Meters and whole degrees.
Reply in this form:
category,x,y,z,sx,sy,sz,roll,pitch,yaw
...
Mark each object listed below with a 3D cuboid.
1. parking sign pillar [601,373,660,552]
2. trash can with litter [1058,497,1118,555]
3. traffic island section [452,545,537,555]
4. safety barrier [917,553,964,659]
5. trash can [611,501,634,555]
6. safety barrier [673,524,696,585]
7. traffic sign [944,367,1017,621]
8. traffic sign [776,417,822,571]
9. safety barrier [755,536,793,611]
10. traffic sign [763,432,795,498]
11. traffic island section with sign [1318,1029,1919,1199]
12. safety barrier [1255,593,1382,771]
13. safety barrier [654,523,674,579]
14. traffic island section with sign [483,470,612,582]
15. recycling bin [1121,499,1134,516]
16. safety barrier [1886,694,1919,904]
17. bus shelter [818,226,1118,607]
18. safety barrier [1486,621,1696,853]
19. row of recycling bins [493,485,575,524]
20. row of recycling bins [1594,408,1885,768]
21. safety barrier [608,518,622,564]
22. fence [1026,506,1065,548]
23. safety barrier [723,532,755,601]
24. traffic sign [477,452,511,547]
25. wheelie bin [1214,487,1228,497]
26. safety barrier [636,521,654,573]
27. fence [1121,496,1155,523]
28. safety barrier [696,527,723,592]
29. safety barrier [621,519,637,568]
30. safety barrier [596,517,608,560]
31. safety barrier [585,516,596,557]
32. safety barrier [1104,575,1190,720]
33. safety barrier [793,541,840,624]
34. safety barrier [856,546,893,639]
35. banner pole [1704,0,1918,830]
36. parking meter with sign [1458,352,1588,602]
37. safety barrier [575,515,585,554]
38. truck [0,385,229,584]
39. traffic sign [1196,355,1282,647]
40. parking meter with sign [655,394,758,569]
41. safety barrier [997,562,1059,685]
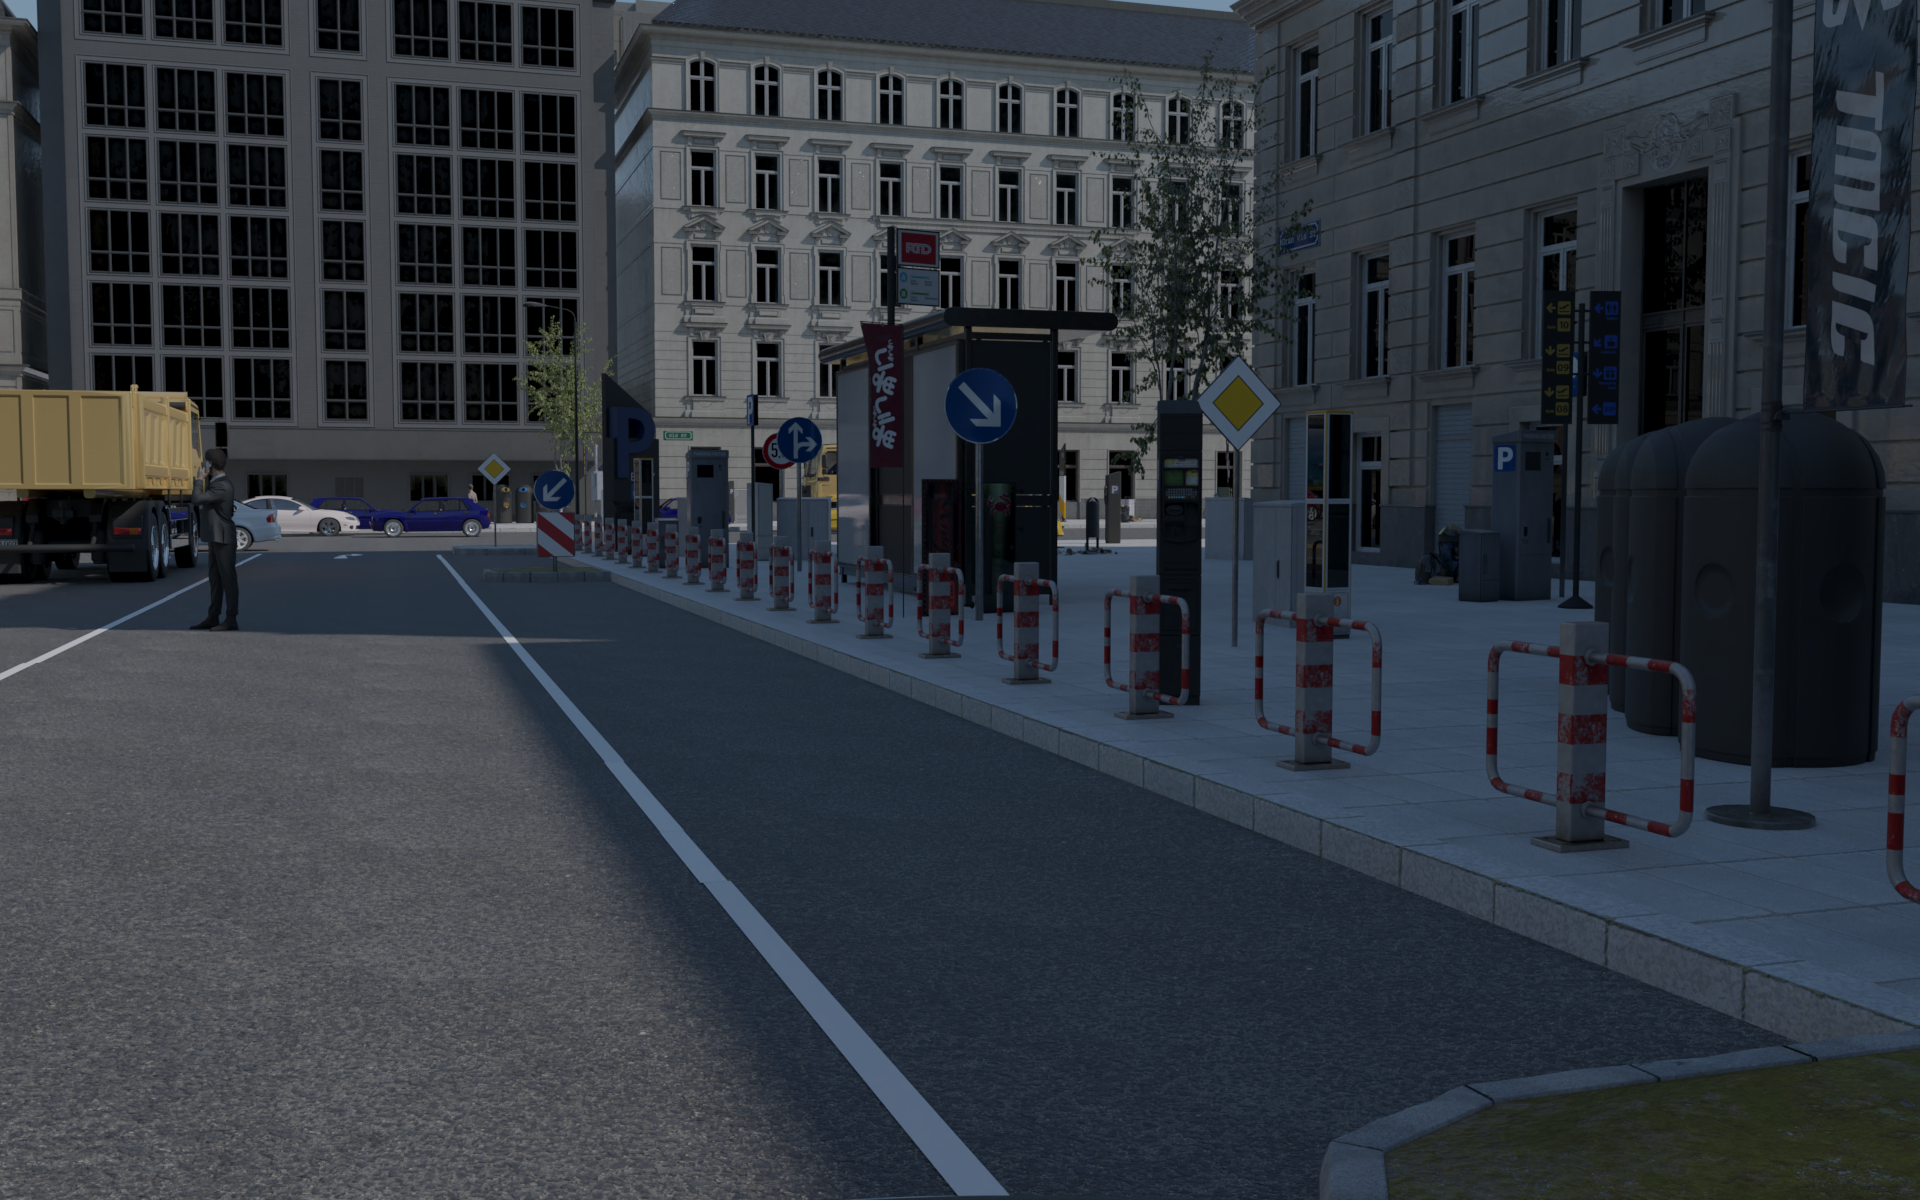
category,x,y,z,sx,sy,sz,roll,pitch,yaw
parking sign pillar,-7.416,-3.094,39.065,1.447,3.967,1.447,3,5,40
trash can with litter,2.580,-1.598,37.187,1.678,1.210,2.233,2,4,30
traffic island section,-11.212,-1.200,41.894,2.009,0.180,2.903,-1,4,-18
safety barrier,-0.160,0.042,13.585,0.300,0.817,1.120,-1,4,-18
trash can,-6.995,-1.529,36.652,0.748,1.137,0.748,0,3,0
safety barrier,-3.782,-0.628,24.537,0.300,0.817,1.120,-1,4,-18
traffic sign,0.197,-1.064,17.503,0.768,2.556,0.104,-1,4,-15
traffic sign,-2.665,-1.749,28.705,0.768,2.556,0.104,-1,4,-17
safety barrier,-1.966,-0.293,19.060,0.300,0.817,1.120,-1,4,-18
traffic sign,-3.672,-2.172,35.623,0.768,2.556,0.104,-1,4,-10
traffic island section with sign,1.701,0.352,2.866,1.989,1.847,2.006,-1,4,-18
safety barrier,1.658,0.377,8.107,0.300,0.817,1.120,-1,4,-18
safety barrier,-4.389,-0.740,26.376,0.300,0.817,1.120,-1,4,-18
traffic island section with sign,-6.987,-1.253,29.120,1.989,1.847,2.006,-1,4,-18
recycling bin,7.992,-4.360,83.836,0.722,1.027,0.722,2,4,27
safety barrier,2.860,0.600,4.466,0.300,0.817,1.120,-1,4,-18
bus shelter,-0.516,-2.824,23.798,2.179,5.291,8.768,-1,4,-18
safety barrier,2.258,0.489,6.286,0.300,0.817,1.120,-1,4,-18
row of recycling bins,-18.651,-4.202,75.822,3.534,1.692,1.069,0,4,-8
row of recycling bins,4.223,-0.162,9.755,1.069,1.692,3.534,1,4,12
safety barrier,-6.206,-1.075,31.853,0.300,0.817,1.120,-1,4,-18
fence,1.486,-1.868,41.747,2.264,1.192,0.480,3,5,41
safety barrier,-2.571,-0.404,20.884,0.300,0.817,1.120,-1,4,-18
traffic sign,-11.232,-2.334,41.809,0.795,2.450,0.064,-1,4,-18
wheelie bin,12.142,-4.390,79.691,0.980,1.594,0.693,0,4,-4
safety barrier,-5.004,-0.852,28.213,0.300,0.817,1.120,-1,4,-18
fence,8.144,-4.001,76.612,2.264,1.192,0.480,3,5,43
safety barrier,-3.183,-0.516,22.714,0.300,0.817,1.120,-1,4,-18
safety barrier,-5.602,-0.964,30.034,0.300,0.817,1.120,-1,4,-18
safety barrier,-6.809,-1.186,33.673,0.300,0.817,1.120,-1,4,-18
safety barrier,-7.408,-1.298,35.494,0.300,0.817,1.120,-1,4,-18
safety barrier,1.057,0.266,9.927,0.300,0.817,1.120,-1,4,-18
safety barrier,-1.365,-0.181,17.227,0.300,0.817,1.120,-1,4,-18
safety barrier,-0.762,-0.069,15.405,0.300,0.817,1.120,-1,4,-18
banner pole,3.212,-1.006,6.469,0.401,3.779,0.863,-1,4,-18
parking meter with sign,6.786,-1.511,20.964,1.738,3.016,0.543,-2,4,-33
safety barrier,-8.016,-1.409,37.319,0.300,0.817,1.120,-1,4,-18
truck,-15.461,-2.168,31.376,3.469,3.379,9.791,-1,4,-17
traffic sign,2.308,-0.814,14.502,0.795,2.450,0.064,-1,4,-16
parking meter with sign,-4.413,-2.072,30.132,1.738,3.016,0.543,-1,4,-20
safety barrier,0.451,0.155,11.746,0.300,0.817,1.120,-1,4,-18
